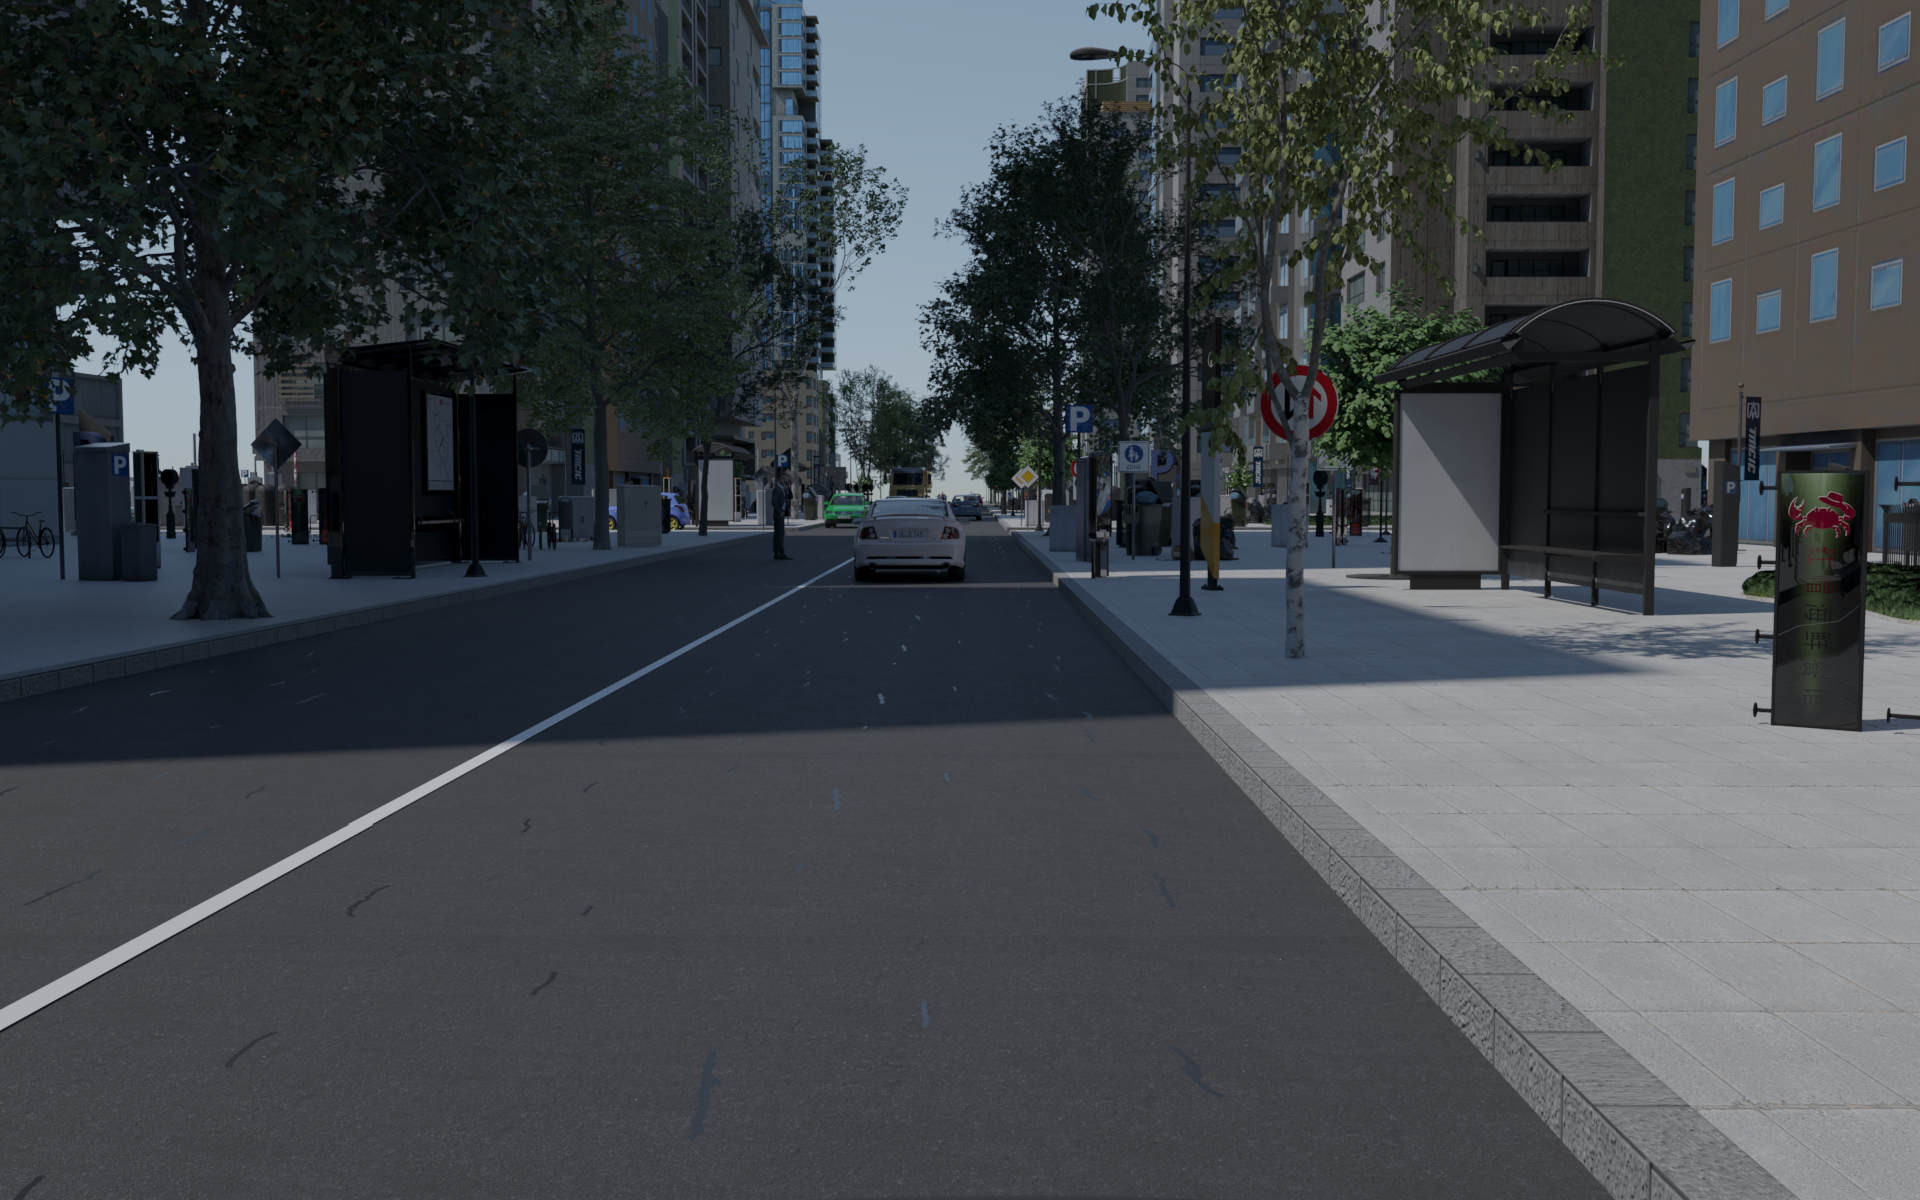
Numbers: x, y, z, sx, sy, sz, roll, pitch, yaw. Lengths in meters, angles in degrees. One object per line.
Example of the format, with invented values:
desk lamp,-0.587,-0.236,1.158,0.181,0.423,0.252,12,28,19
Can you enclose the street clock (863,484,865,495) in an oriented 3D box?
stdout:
street clock,-6.947,-7.467,126.658,0.471,2.002,0.358,-1,4,-17

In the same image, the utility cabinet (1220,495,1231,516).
utility cabinet,15.290,-5.349,98.615,1.020,1.237,0.306,0,4,1

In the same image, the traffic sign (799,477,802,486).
traffic sign,-11.419,-7.398,121.055,0.768,2.556,0.104,1,4,10

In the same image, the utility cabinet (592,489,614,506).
utility cabinet,-15.324,-4.058,75.027,1.173,1.500,0.318,-1,4,-18

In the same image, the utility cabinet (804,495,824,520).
utility cabinet,-7.349,-4.651,87.207,1.020,1.237,0.306,1,4,15

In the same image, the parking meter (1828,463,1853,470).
parking meter,16.536,-1.642,32.557,0.255,1.863,0.399,-2,4,-30

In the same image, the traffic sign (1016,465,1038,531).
traffic sign,2.356,-3.455,60.135,0.795,2.450,0.064,0,4,0

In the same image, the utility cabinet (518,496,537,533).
utility cabinet,-14.317,-2.790,56.775,1.020,1.237,0.306,2,4,33

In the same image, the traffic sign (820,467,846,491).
traffic sign,-9.551,-8.226,128.368,2.265,3.308,0.079,0,4,1

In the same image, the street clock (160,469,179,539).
street clock,-22.740,-2.771,49.870,0.471,2.002,0.358,1,4,19

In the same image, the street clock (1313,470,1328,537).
street clock,10.789,-2.894,51.888,0.358,2.002,0.471,-1,4,-23

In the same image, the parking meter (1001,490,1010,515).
parking meter,2.747,-6.115,108.394,0.372,1.533,0.369,0,3,0

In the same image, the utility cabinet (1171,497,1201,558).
utility cabinet,4.586,-1.453,34.911,0.306,1.237,1.020,2,4,30

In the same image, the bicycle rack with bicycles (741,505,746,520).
bicycle rack with bicycles,-10.027,-4.335,84.267,2.852,0.926,2.925,0,4,5

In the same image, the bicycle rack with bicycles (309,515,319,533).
bicycle rack with bicycles,-19.874,-2.637,56.503,2.925,0.926,2.852,3,4,38

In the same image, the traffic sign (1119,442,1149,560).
traffic sign,3.367,-1.924,33.585,0.606,2.300,0.079,0,4,7

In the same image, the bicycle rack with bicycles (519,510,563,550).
bicycle rack with bicycles,-10.539,-1.646,40.300,2.852,0.926,2.925,-1,4,-13

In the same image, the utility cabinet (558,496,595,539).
utility cabinet,-11.059,-2.375,50.000,1.020,1.237,0.306,0,4,-1

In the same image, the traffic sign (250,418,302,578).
traffic sign,-10.429,-1.545,26.439,0.795,2.450,0.064,0,4,2

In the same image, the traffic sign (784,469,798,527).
traffic sign,-6.778,-3.949,68.209,0.795,2.450,0.064,0,4,0

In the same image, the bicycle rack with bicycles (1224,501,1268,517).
bicycle rack with bicycles,14.135,-4.356,84.608,2.925,0.926,2.852,3,5,40

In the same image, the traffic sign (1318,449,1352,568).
traffic sign,6.496,-1.708,30.055,0.606,2.300,0.079,0,4,6

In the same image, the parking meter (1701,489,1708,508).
parking meter,38.865,-5.022,90.519,0.372,1.533,0.369,0,3,0

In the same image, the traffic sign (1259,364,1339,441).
traffic sign,3.325,-1.037,17.065,0.768,2.556,0.104,0,4,5

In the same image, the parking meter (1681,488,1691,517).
parking meter,29.150,-3.739,69.544,0.372,1.533,0.369,0,3,0

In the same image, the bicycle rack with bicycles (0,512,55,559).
bicycle rack with bicycles,-19.787,-1.297,34.586,2.925,0.926,2.852,3,5,43

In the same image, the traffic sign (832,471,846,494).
traffic sign,-6.741,-5.886,96.343,0.768,2.556,0.104,0,4,7

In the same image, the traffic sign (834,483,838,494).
traffic sign,-9.015,-7.642,125.054,0.768,2.556,0.104,1,4,8

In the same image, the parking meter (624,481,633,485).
parking meter,-15.045,-4.455,78.555,0.399,1.863,0.255,0,4,3

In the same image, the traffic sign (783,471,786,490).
traffic sign,-9.834,-5.943,97.282,0.768,2.556,0.104,0,4,5

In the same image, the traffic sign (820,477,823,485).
traffic sign,-10.433,-7.805,127.719,0.768,2.556,0.104,1,4,8

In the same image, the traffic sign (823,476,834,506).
traffic sign,-7.470,-5.885,98.355,0.606,2.300,0.079,0,4,2

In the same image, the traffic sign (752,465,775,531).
traffic sign,-6.838,-3.461,60.225,0.795,2.450,0.064,0,4,0

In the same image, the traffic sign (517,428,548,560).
traffic sign,-8.325,-2.039,33.437,0.768,2.556,0.104,0,4,4

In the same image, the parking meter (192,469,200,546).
parking meter,-17.798,-2.141,40.716,0.255,1.863,0.399,3,4,38

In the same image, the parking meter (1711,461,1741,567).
parking meter,13.490,-1.516,30.493,0.399,1.863,0.255,-1,4,-12

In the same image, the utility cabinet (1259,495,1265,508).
utility cabinet,15.558,-4.775,89.237,0.306,1.237,1.020,1,4,13

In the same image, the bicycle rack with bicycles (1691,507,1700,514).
bicycle rack with bicycles,31.556,-3.495,70.518,2.852,0.926,2.925,-1,4,-21

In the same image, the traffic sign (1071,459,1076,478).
traffic sign,4.240,-3.688,60.408,0.768,2.556,0.104,0,4,1

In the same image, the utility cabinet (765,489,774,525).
utility cabinet,-7.730,-3.866,71.893,0.318,1.500,1.173,1,4,12

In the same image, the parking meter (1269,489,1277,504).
parking meter,16.346,-5.017,90.440,0.372,1.533,0.369,0,3,0

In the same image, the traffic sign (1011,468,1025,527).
traffic sign,2.416,-3.944,68.120,0.795,2.450,0.064,0,4,0

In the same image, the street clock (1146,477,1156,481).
street clock,8.117,-4.233,73.785,0.471,2.002,0.358,2,4,23

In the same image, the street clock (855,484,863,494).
street clock,-7.486,-7.394,125.454,0.471,2.002,0.358,-1,4,-16

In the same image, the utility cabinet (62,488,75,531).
utility cabinet,-29.801,-3.068,58.843,1.173,1.500,0.318,-3,4,-36

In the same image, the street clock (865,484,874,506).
street clock,-6.425,-7.390,125.389,0.358,2.002,0.471,1,4,18

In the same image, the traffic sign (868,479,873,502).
traffic sign,-7.084,-8.180,133.852,0.768,2.556,0.104,1,4,9

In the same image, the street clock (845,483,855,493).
street clock,-7.345,-6.708,114.246,0.471,2.002,0.358,-1,4,-19

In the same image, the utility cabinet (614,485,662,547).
utility cabinet,-7.796,-2.047,42.155,0.318,1.500,1.173,3,4,38

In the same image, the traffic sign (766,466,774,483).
traffic sign,-8.740,-4.824,78.978,0.768,2.556,0.104,0,4,2

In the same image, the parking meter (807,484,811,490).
parking meter,-8.681,-5.812,100.745,0.399,1.863,0.255,3,4,38

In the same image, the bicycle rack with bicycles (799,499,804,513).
bicycle rack with bicycles,-11.198,-7.781,140.599,2.852,0.926,2.925,2,4,26

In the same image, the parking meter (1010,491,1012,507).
parking meter,3.951,-7.927,138.009,0.372,1.533,0.369,0,3,0
